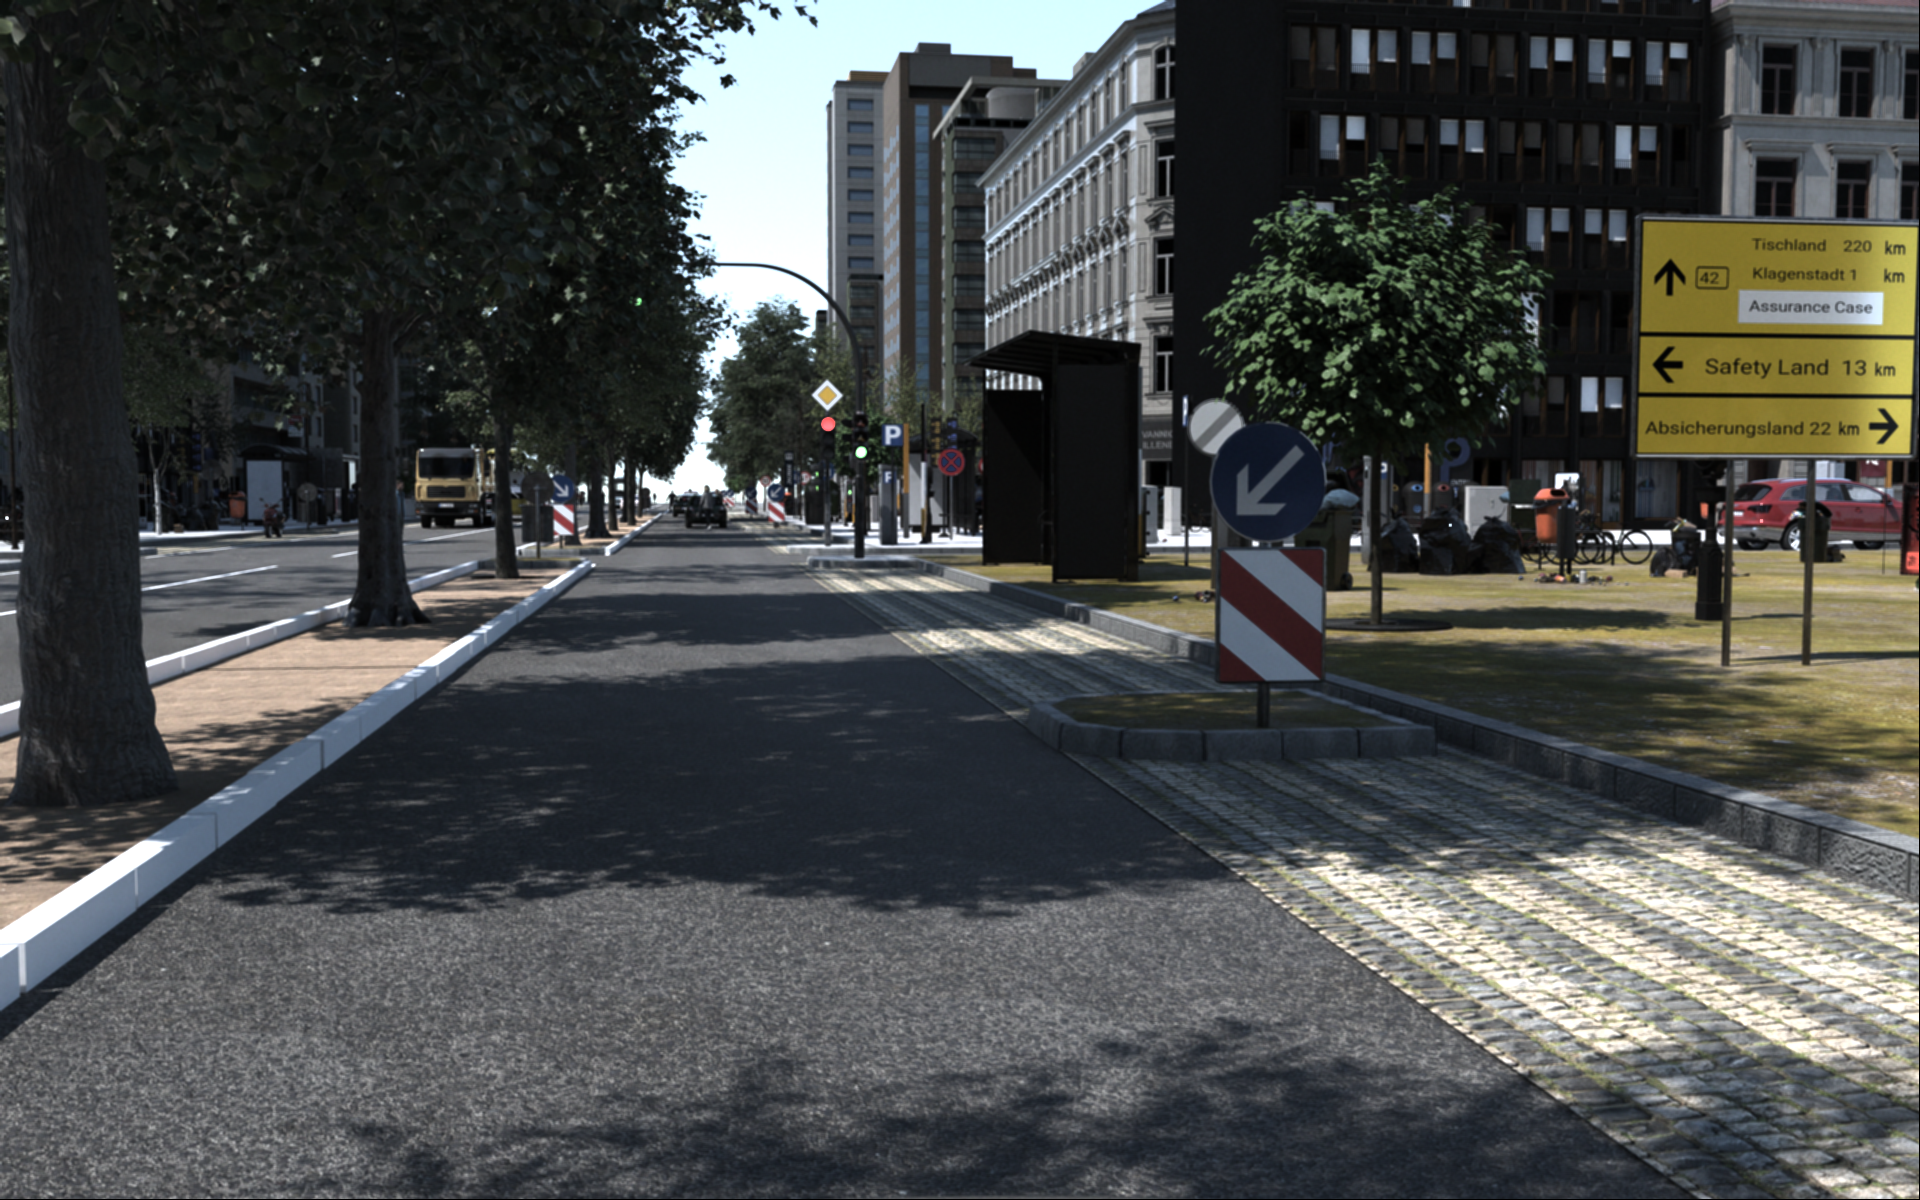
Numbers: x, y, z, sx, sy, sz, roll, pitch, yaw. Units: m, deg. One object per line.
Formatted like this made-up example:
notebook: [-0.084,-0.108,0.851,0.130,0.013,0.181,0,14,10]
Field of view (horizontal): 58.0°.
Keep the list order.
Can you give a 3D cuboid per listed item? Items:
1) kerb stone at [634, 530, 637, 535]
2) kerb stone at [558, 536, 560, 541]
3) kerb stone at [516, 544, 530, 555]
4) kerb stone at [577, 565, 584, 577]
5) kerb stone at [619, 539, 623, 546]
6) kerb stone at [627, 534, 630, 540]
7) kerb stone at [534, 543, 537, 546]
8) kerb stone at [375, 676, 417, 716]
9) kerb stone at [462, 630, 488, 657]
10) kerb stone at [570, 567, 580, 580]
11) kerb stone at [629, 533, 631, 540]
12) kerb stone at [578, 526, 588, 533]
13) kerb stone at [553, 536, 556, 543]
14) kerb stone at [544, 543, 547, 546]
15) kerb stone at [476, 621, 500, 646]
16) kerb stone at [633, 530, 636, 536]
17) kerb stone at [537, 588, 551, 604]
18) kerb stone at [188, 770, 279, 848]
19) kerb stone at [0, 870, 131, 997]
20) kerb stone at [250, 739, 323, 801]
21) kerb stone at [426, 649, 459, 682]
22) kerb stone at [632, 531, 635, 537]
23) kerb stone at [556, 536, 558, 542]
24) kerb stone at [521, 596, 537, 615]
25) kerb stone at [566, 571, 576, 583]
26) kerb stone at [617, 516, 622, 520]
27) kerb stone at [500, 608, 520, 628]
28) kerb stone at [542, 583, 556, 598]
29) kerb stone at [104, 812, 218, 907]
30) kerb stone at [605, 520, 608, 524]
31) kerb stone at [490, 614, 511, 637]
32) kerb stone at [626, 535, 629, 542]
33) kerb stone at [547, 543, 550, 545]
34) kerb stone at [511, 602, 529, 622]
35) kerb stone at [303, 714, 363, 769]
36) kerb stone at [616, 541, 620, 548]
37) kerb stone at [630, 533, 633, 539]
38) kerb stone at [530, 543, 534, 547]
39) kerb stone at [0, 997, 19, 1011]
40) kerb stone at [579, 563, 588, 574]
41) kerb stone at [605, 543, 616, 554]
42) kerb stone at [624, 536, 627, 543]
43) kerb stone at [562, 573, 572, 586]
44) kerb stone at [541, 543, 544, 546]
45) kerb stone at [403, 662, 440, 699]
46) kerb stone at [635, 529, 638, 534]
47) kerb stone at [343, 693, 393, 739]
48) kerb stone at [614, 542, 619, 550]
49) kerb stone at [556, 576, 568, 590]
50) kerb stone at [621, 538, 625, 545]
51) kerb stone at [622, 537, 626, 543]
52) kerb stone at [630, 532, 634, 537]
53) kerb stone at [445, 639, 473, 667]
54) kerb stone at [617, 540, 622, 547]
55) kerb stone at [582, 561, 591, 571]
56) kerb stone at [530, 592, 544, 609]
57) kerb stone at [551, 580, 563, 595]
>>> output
kerb stone: [-10.933,-2.172,57.700,0.120,0.150,1.000,-1,4,-9]
kerb stone: [-12.210,-1.833,52.246,0.120,0.150,1.000,-1,4,-9]
kerb stone: [-10.635,-1.217,42.122,0.120,0.150,1.000,-1,4,-9]
kerb stone: [-6.596,-0.464,29.784,0.120,0.150,1.000,-1,4,-9]
kerb stone: [-9.207,-1.491,46.567,0.120,0.150,1.000,-1,4,-9]
kerb stone: [-9.991,-1.801,51.635,0.120,0.150,1.000,-1,4,-9]
kerb stone: [-10.947,-1.340,44.147,0.120,0.150,1.000,-1,4,-9]
kerb stone: [-3.772,0.654,11.533,0.120,0.150,1.000,-1,4,-9]
kerb stone: [-4.400,0.406,15.601,0.120,0.150,1.000,-1,4,-9]
kerb stone: [-6.444,-0.402,28.766,0.120,0.150,1.000,-1,4,-9]
kerb stone: [-10.145,-1.861,52.647,0.120,0.150,1.000,-1,4,-9]
kerb stone: [-14.257,-2.644,65.430,0.120,0.150,1.000,-1,4,-9]
kerb stone: [-11.890,-1.709,50.213,0.120,0.150,1.000,-1,4,-9]
kerb stone: [-11.423,-1.528,47.180,0.120,0.150,1.000,-1,4,-9]
kerb stone: [-4.552,0.341,16.621,0.120,0.150,1.000,-1,4,-9]
kerb stone: [-10.771,-2.110,56.691,0.120,0.150,1.000,-1,4,-9]
kerb stone: [-5.500,-0.024,22.699,0.120,0.150,1.000,-1,4,-9]
kerb stone: [-3.136,0.903,7.481,0.120,0.150,1.000,-1,4,-9]
kerb stone: [-2.818,1.027,5.455,0.120,0.150,1.000,-1,4,-9]
kerb stone: [-3.303,0.838,8.490,0.120,0.150,1.000,-1,4,-9]
kerb stone: [-4.076,0.528,13.567,0.120,0.150,1.000,-1,4,-9]
kerb stone: [-10.614,-2.048,55.681,0.120,0.150,1.000,-1,4,-9]
kerb stone: [-12.053,-1.776,51.233,0.120,0.150,1.000,-1,4,-9]
kerb stone: [-5.181,0.093,20.675,0.120,0.150,1.000,-1,4,-9]
kerb stone: [-6.287,-0.332,27.756,0.120,0.150,1.000,-1,4,-9]
kerb stone: [-19.758,-4.812,100.889,0.120,0.150,1.000,-1,4,-9]
kerb stone: [-4.881,0.217,18.647,0.120,0.150,1.000,-1,4,-9]
kerb stone: [-5.662,-0.093,23.713,0.120,0.150,1.000,-1,4,-9]
kerb stone: [-2.980,0.968,6.470,0.120,0.150,1.000,-1,4,-9]
kerb stone: [-17.560,-3.945,86.699,0.120,0.150,1.000,-1,4,-9]
kerb stone: [-4.713,0.279,17.635,0.120,0.150,1.000,-1,4,-9]
kerb stone: [-9.825,-1.737,50.617,0.120,0.150,1.000,-1,4,-9]
kerb stone: [-11.583,-1.588,48.189,0.120,0.150,1.000,-1,4,-9]
kerb stone: [-5.028,0.159,19.662,0.120,0.150,1.000,-1,4,-9]
kerb stone: [-3.449,0.776,9.507,0.120,0.150,1.000,-1,4,-9]
kerb stone: [-8.889,-1.367,44.546,0.120,0.150,1.000,-1,4,-9]
kerb stone: [-10.296,-1.920,53.659,0.120,0.150,1.000,-1,4,-9]
kerb stone: [-10.790,-1.281,43.132,0.120,0.150,1.000,-1,4,-9]
kerb stone: [-2.663,1.088,4.432,0.120,0.150,1.000,-1,4,-9]
kerb stone: [-6.749,-0.526,30.799,0.120,0.150,1.000,-1,4,-9]
kerb stone: [-8.581,-1.243,42.525,0.120,0.150,1.000,-1,4,-9]
kerb stone: [-9.680,-1.673,49.602,0.120,0.150,1.000,-1,4,-9]
kerb stone: [-6.126,-0.278,26.746,0.120,0.150,1.000,-1,4,-9]
kerb stone: [-11.267,-1.466,46.168,0.120,0.150,1.000,-1,4,-9]
kerb stone: [-3.925,0.590,12.551,0.120,0.150,1.000,-1,4,-9]
kerb stone: [-11.085,-2.233,58.711,0.120,0.150,1.000,-1,4,-9]
kerb stone: [-3.608,0.716,10.524,0.120,0.150,1.000,-1,4,-9]
kerb stone: [-8.727,-1.305,43.537,0.120,0.150,1.000,-1,4,-9]
kerb stone: [-5.968,-0.217,25.736,0.120,0.150,1.000,-1,4,-9]
kerb stone: [-9.359,-1.552,47.578,0.120,0.150,1.000,-1,4,-9]
kerb stone: [-9.517,-1.615,48.593,0.120,0.150,1.000,-1,4,-9]
kerb stone: [-10.460,-1.983,54.671,0.120,0.150,1.000,-1,4,-9]
kerb stone: [-4.244,0.466,14.581,0.120,0.150,1.000,-1,4,-9]
kerb stone: [-9.041,-1.428,45.557,0.120,0.150,1.000,-1,4,-9]
kerb stone: [-6.917,-0.584,31.807,0.120,0.150,1.000,-1,4,-9]
kerb stone: [-5.339,0.031,21.687,0.120,0.150,1.000,-1,4,-9]
kerb stone: [-5.806,-0.155,24.725,0.120,0.150,1.000,-1,4,-9]
